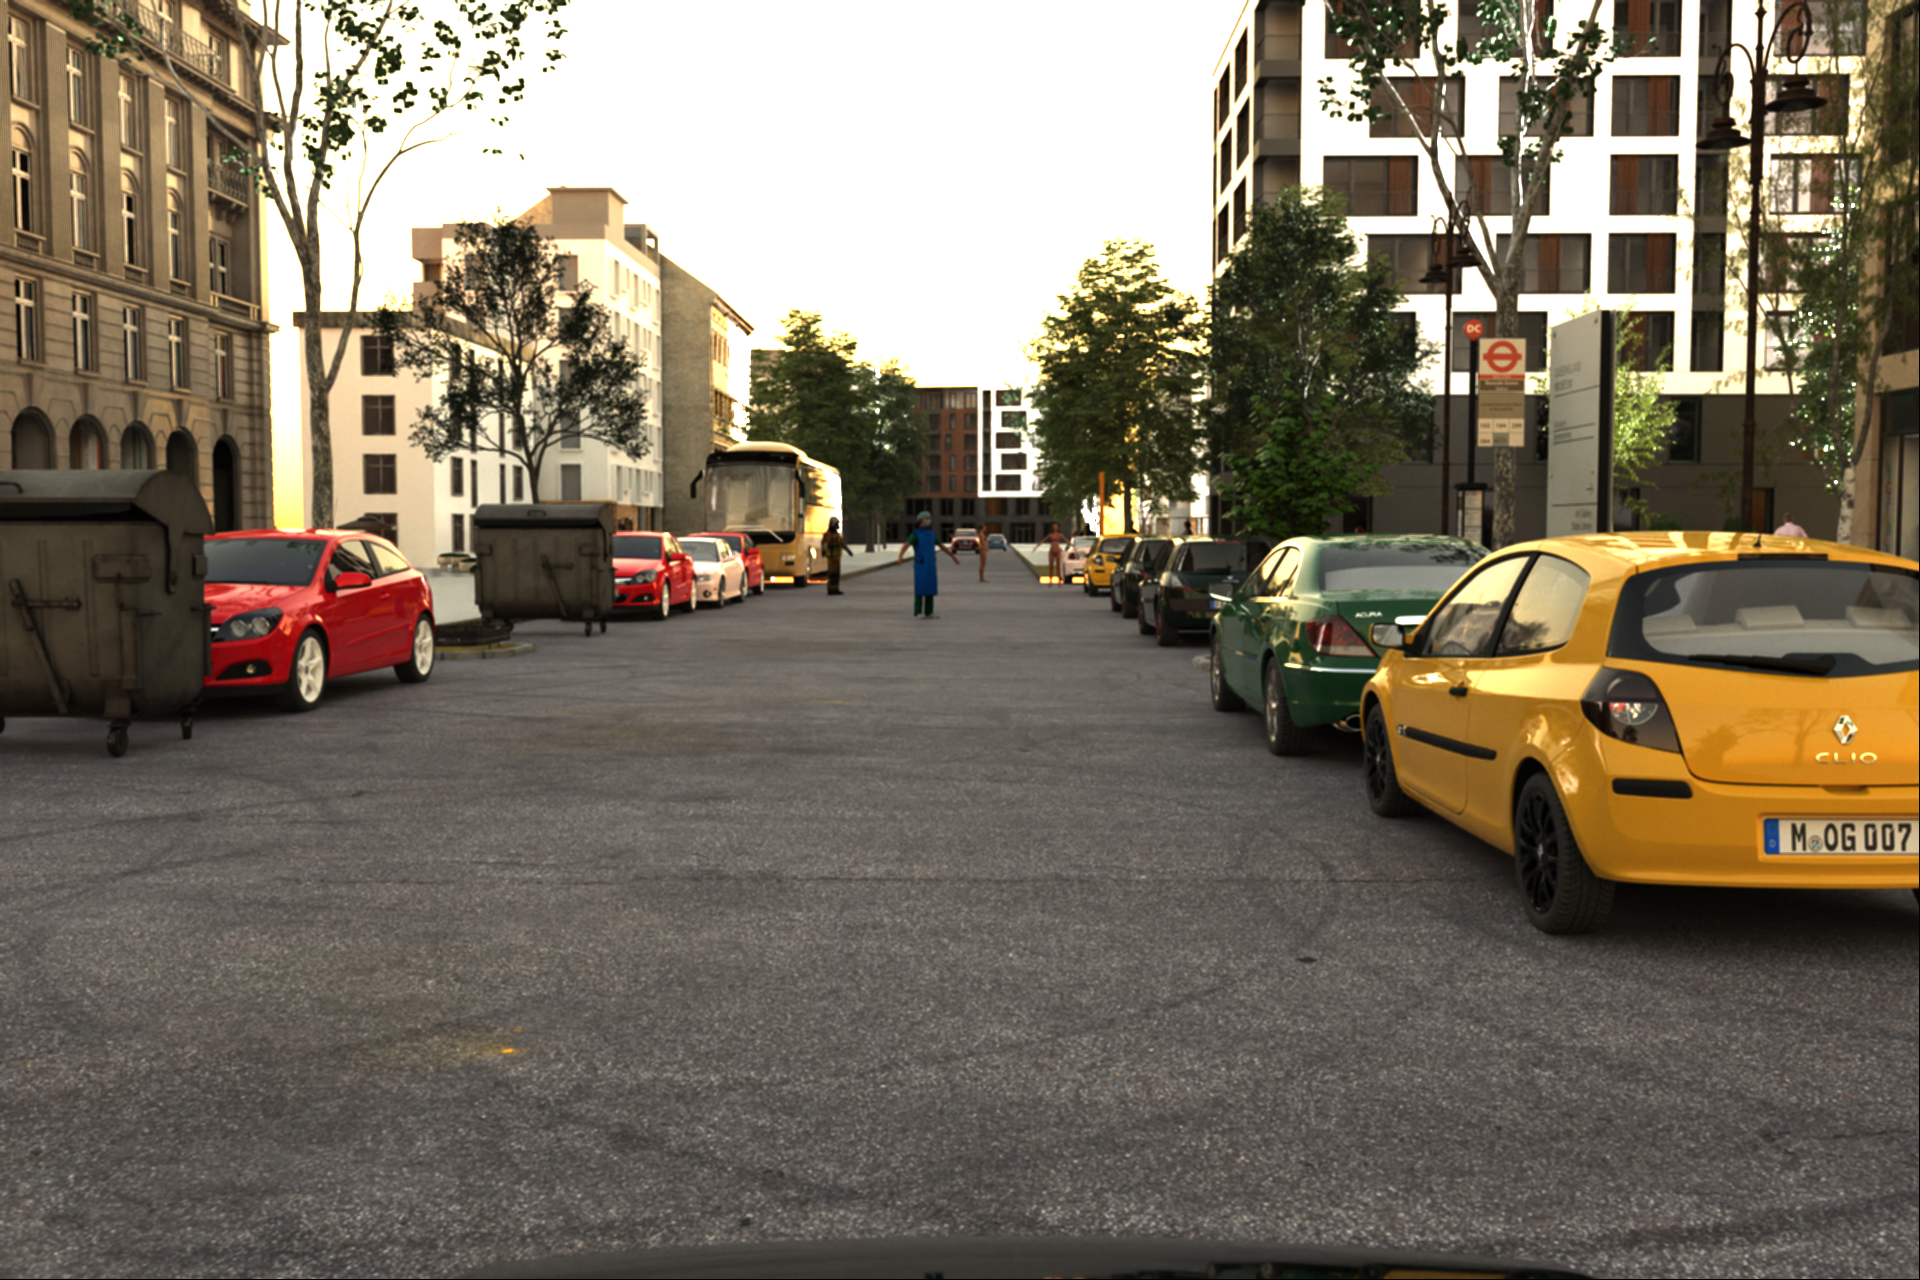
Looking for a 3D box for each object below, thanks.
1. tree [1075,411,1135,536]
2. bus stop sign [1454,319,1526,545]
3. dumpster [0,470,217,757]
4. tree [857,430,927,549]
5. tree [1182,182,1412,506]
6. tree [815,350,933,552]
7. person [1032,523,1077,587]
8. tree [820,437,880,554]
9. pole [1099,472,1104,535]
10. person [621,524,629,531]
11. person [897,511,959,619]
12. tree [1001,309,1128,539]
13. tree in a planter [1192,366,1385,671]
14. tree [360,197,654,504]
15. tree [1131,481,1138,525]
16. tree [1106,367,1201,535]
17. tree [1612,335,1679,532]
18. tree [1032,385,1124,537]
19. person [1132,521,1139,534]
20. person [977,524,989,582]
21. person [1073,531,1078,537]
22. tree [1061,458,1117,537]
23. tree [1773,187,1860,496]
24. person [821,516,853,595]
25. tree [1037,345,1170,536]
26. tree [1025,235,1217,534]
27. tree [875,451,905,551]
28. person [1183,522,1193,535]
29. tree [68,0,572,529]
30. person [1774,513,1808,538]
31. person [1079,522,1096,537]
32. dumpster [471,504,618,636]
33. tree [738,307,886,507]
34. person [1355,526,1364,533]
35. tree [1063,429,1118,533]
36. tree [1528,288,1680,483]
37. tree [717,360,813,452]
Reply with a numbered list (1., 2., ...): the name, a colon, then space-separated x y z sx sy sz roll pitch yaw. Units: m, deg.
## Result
1. tree: 7.645 -9.152 100.006 4.360 8.622 3.978 0 3 0
2. bus stop sign: 6.591 -2.012 21.591 0.855 3.939 0.416 0 4 1
3. dumpster: -6.115 -0.205 11.575 1.865 1.857 1.264 0 4 1
4. tree: -6.540 -12.907 145.435 8.767 10.594 7.601 2 4 28
5. tree: 10.974 -8.484 56.840 7.486 12.596 7.792 0 3 0
6. tree: -6.341 -13.134 121.396 9.857 13.997 8.962 0 3 0
7. person: 2.564 -2.300 46.863 1.217 1.733 0.721 1 4 10
8. tree: -7.644 -9.742 109.642 4.360 8.622 3.978 0 3 0
9. pole: 4.652 -3.856 56.894 0.158 3.312 0.155 0 3 0
10. person: -17.354 -5.099 89.499 1.348 1.813 0.705 1 4 15
11. person: -0.579 -1.272 29.373 1.347 1.817 0.704 -3 5 -42
12. tree: 9.228 -17.683 145.009 12.611 20.169 13.585 0 3 0
13. tree in a planter: 3.539 -1.303 18.520 1.991 3.239 1.994 0 4 1
14. tree: -11.928 -6.965 48.287 7.601 10.594 8.767 2 4 30
15. tree: 27.037 -20.085 246.515 7.486 12.596 7.792 0 3 0
16. tree: 7.715 -7.603 74.675 4.360 8.622 3.978 0 3 0
17. tree: 22.808 -6.730 60.398 4.737 8.622 4.395 0 3 0
18. tree: 8.814 -12.646 124.886 7.486 12.596 7.792 0 3 0
19. person: 7.413 -4.208 74.728 1.347 1.837 0.705 2 4 31
20. person: 0.762 -2.624 52.166 0.721 1.733 1.217 0 4 -4
21. person: 5.960 -4.821 88.083 0.599 1.433 0.991 -1 4 -17
22. tree: 8.022 -10.170 116.640 4.360 8.622 3.978 0 3 0
23. tree: 29.642 -8.900 52.165 9.857 13.997 8.962 0 3 0
24. person: -2.946 -1.992 40.793 0.705 1.858 1.354 2 4 26
25. tree: 7.713 -10.233 93.067 9.928 11.665 9.643 0 3 0
26. tree: 6.047 -9.083 66.628 7.486 12.596 7.792 0 3 0
27. tree: -5.960 -11.106 131.952 4.737 8.622 4.395 0 3 0
28. person: 10.189 -4.387 77.867 0.704 1.843 1.345 -1 4 -23
29. tree: -12.894 -10.729 31.314 12.611 20.169 13.585 0 3 0
30. person: 17.114 -1.758 35.733 0.756 1.711 0.436 2 4 31
31. person: 5.948 -4.557 80.281 1.354 1.856 0.705 3 5 42
32. dumpster: -5.902 -1.007 24.680 1.865 1.857 1.264 0 4 1
33. tree: -7.527 -10.342 87.221 7.486 12.596 7.792 0 3 0
34. person: 7.845 -1.536 34.326 0.599 1.438 0.989 -1 4 -13
35. tree: 8.687 -9.840 111.245 4.360 8.622 3.978 0 3 0
36. tree: 19.486 -6.265 52.790 4.737 8.622 4.395 0 3 0
37. tree: -8.169 -7.487 72.770 4.737 8.622 4.395 0 3 0
